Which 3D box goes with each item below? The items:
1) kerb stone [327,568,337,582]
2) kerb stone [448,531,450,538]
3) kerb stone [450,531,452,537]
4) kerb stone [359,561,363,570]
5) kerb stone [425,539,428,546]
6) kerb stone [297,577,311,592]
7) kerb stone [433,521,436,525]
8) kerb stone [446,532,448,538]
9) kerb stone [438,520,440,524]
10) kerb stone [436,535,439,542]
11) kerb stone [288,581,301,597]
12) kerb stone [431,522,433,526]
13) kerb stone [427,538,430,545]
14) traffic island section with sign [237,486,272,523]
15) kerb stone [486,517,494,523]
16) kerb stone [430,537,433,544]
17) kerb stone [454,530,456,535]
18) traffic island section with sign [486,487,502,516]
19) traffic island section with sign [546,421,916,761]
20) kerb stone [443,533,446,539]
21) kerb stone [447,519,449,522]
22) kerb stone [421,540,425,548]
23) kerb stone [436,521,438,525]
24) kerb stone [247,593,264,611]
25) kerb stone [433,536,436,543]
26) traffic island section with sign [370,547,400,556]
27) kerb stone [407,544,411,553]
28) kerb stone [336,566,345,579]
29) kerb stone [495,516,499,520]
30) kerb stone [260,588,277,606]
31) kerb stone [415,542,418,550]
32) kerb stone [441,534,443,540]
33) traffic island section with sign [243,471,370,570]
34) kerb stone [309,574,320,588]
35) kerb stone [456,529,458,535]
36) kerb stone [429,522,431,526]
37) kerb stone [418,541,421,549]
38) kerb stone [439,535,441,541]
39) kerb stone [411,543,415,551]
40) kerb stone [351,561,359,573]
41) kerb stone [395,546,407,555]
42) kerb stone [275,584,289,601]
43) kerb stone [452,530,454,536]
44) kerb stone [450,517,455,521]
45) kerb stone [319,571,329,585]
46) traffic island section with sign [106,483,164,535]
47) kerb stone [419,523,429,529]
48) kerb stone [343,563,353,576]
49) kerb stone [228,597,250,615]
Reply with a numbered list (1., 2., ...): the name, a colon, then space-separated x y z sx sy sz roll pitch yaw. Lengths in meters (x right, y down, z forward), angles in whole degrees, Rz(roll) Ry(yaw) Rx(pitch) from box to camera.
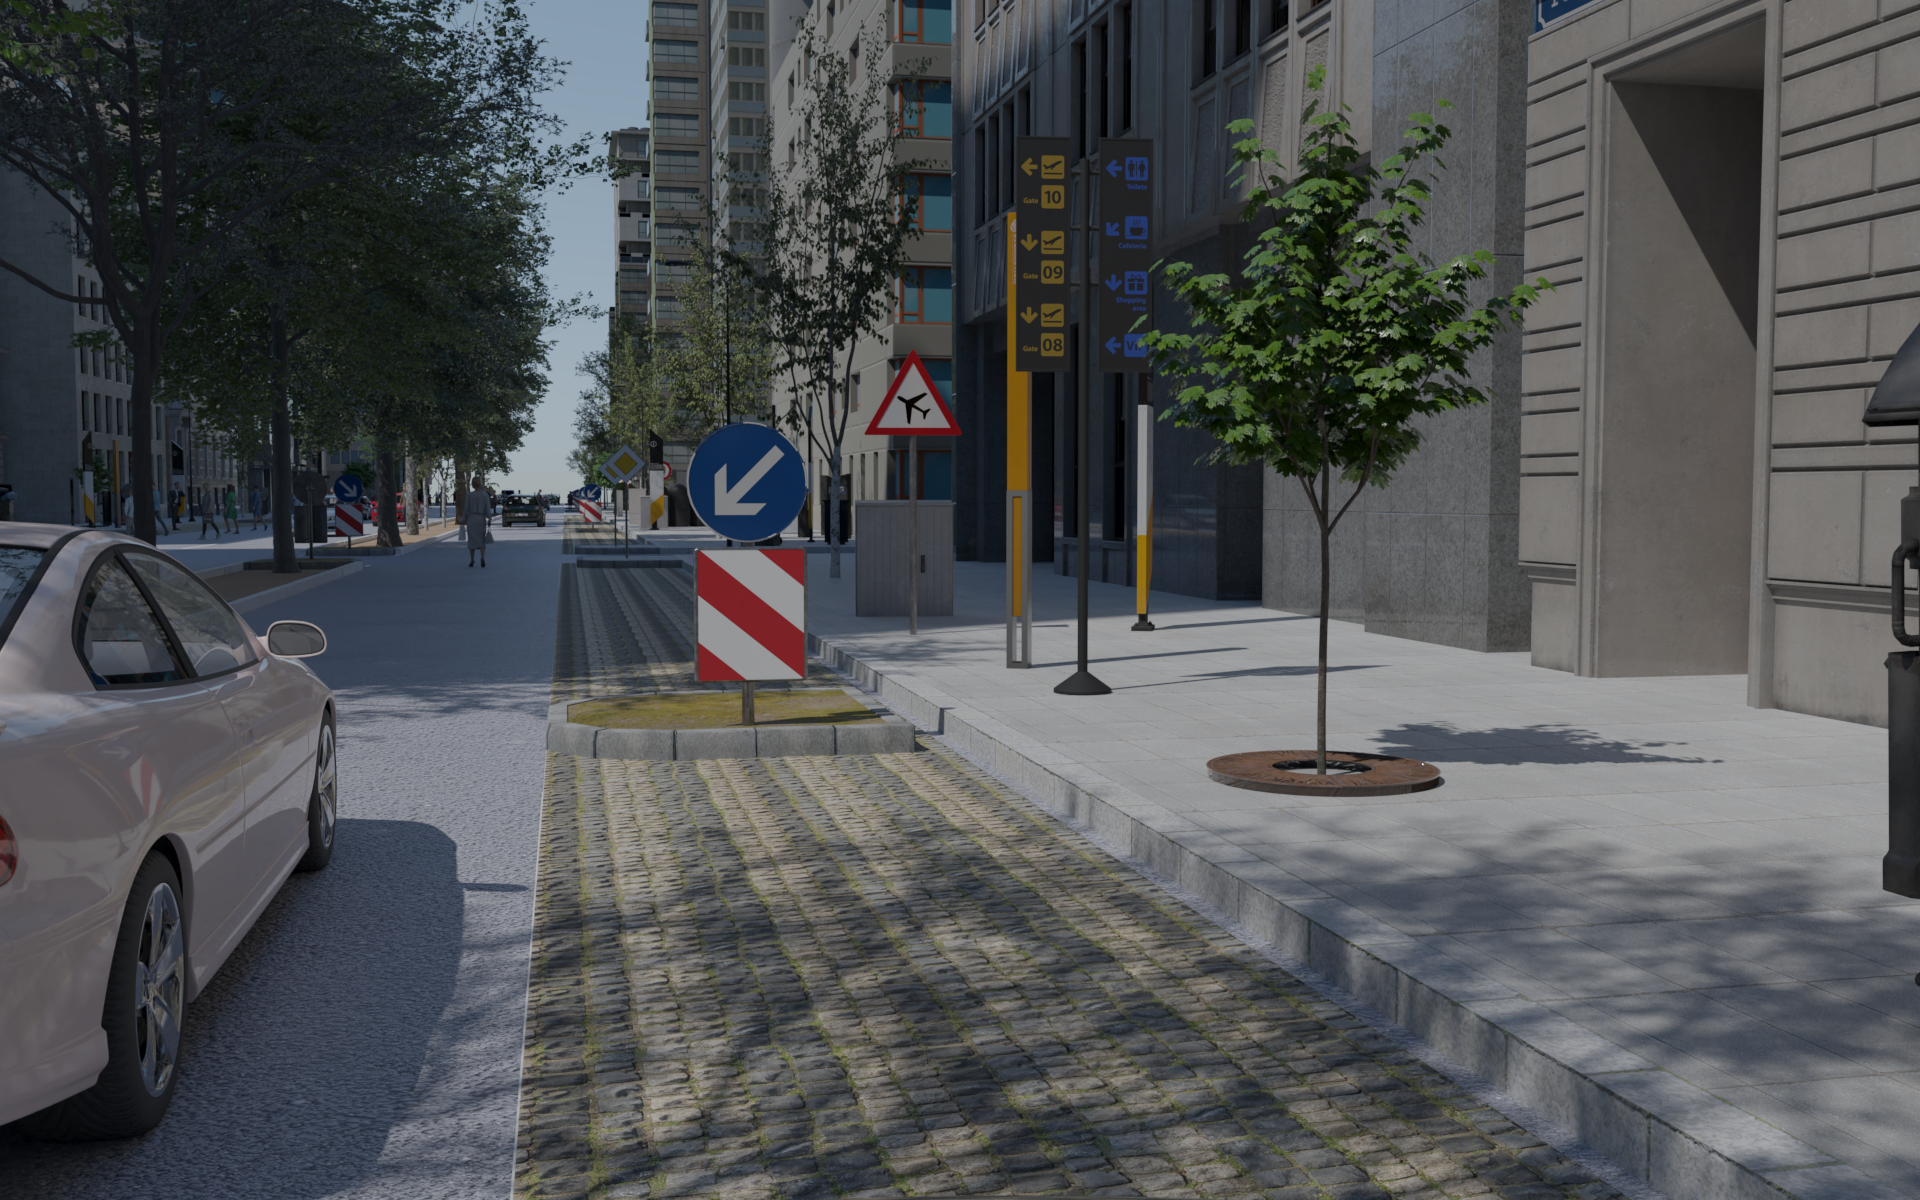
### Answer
1. kerb stone: -10.412 -0.385 28.488 0.120 0.150 1.000 -1 4 -13
2. kerb stone: -16.689 -2.068 56.075 0.120 0.150 1.000 -1 4 -13
3. kerb stone: -16.915 -2.133 57.072 0.120 0.150 1.000 -1 4 -13
4. kerb stone: -11.329 -0.631 32.506 0.120 0.150 1.000 -1 4 -13
5. kerb stone: -14.645 -1.522 47.076 0.120 0.150 1.000 -1 4 -13
6. kerb stone: -9.730 -0.202 25.492 0.120 0.150 1.000 -1 4 -13
7. kerb stone: -23.973 -3.449 78.579 0.120 0.150 1.000 -1 4 -13
8. kerb stone: -16.462 -2.003 55.075 0.120 0.150 1.000 -1 4 -13
9. kerb stone: -24.425 -3.571 80.574 0.120 0.150 1.000 -1 4 -13
10. kerb stone: -15.550 -1.766 51.071 0.120 0.150 1.000 -1 4 -13
11. kerb stone: -9.500 -0.136 24.496 0.120 0.150 1.000 -1 4 -13
12. kerb stone: -23.516 -3.327 76.584 0.120 0.150 1.000 -1 4 -13
13. kerb stone: -14.874 -1.583 48.081 0.120 0.150 1.000 -1 4 -13
14. traffic island section with sign: -35.062 -4.789 86.926 1.989 1.847 2.006 -1 4 -13
15. kerb stone: -24.423 -4.150 90.041 0.120 0.150 1.000 -1 4 -13
16. kerb stone: -15.097 -1.643 49.078 0.120 0.150 1.000 -1 4 -13
17. kerb stone: -17.367 -2.255 59.066 0.120 0.150 1.000 -1 4 -13
18. traffic island section with sign: -30.987 -6.476 114.019 2.006 1.907 1.989 -1 4 -13
19. traffic island section with sign: -1.432 -0.098 10.234 1.989 1.847 2.006 -1 4 -13
20. kerb stone: -16.238 -1.947 54.077 0.120 0.150 1.000 -1 4 -13
21. kerb stone: -25.791 -3.935 86.575 0.120 0.150 1.000 -1 4 -13
22. kerb stone: -14.417 -1.461 46.080 0.120 0.150 1.000 -1 4 -13
23. kerb stone: -24.189 -3.505 79.579 0.120 0.150 1.000 -1 4 -13
24. kerb stone: -8.822 0.042 21.501 0.120 0.150 1.000 -1 4 -13
25. kerb stone: -15.331 -1.705 50.073 0.120 0.150 1.000 -1 4 -13
26. traffic island section with sign: -14.298 -1.995 40.751 2.006 1.907 1.989 -1 4 -13
27. kerb stone: -13.505 -1.216 42.082 0.120 0.150 1.000 -1 4 -13
28. kerb stone: -10.645 -0.442 29.490 0.120 0.150 1.000 -1 4 -13
29. kerb stone: -25.790 -4.516 96.036 0.120 0.150 1.000 -1 4 -13
30. kerb stone: -9.049 -0.019 22.500 0.120 0.150 1.000 -1 4 -13
31. kerb stone: -13.960 -1.336 44.082 0.120 0.150 1.000 -1 4 -13
32. kerb stone: -16.012 -1.882 53.081 0.120 0.150 1.000 -1 4 -13
33. traffic island section with sign: -12.663 -1.553 33.525 2.006 1.907 1.989 -1 4 -13
34. kerb stone: -9.955 -0.263 26.489 0.120 0.150 1.000 -1 4 -13
35. kerb stone: -17.598 -2.316 60.061 0.120 0.150 1.000 -1 4 -13
36. kerb stone: -23.284 -3.262 75.584 0.120 0.150 1.000 -1 4 -13
37. kerb stone: -14.188 -1.400 45.081 0.120 0.150 1.000 -1 4 -13
38. kerb stone: -15.786 -1.828 52.084 0.120 0.150 1.000 -1 4 -13
39. kerb stone: -13.726 -1.270 43.088 0.120 0.150 1.000 -1 4 -13
40. kerb stone: -11.099 -0.569 31.499 0.120 0.150 1.000 -1 4 -13
41. kerb stone: -13.283 -1.155 41.079 0.120 0.150 1.000 -1 4 -13
42. kerb stone: -9.276 -0.080 23.498 0.120 0.150 1.000 -1 4 -13
43. kerb stone: -17.145 -2.192 58.068 0.120 0.150 1.000 -1 4 -13
44. kerb stone: -26.923 -4.243 91.567 0.120 0.150 1.000 -1 4 -13
45. kerb stone: -10.185 -0.322 27.488 0.120 0.150 1.000 -1 4 -13
46. traffic island section with sign: -29.071 -3.181 60.642 1.989 1.847 2.006 -1 4 -13
47. kerb stone: -23.067 -3.200 74.585 0.120 0.150 1.000 -1 4 -13
48. kerb stone: -10.866 -0.508 30.497 0.120 0.150 1.000 -1 4 -13
49. kerb stone: -8.591 0.103 20.505 0.120 0.150 1.000 -1 4 -13
